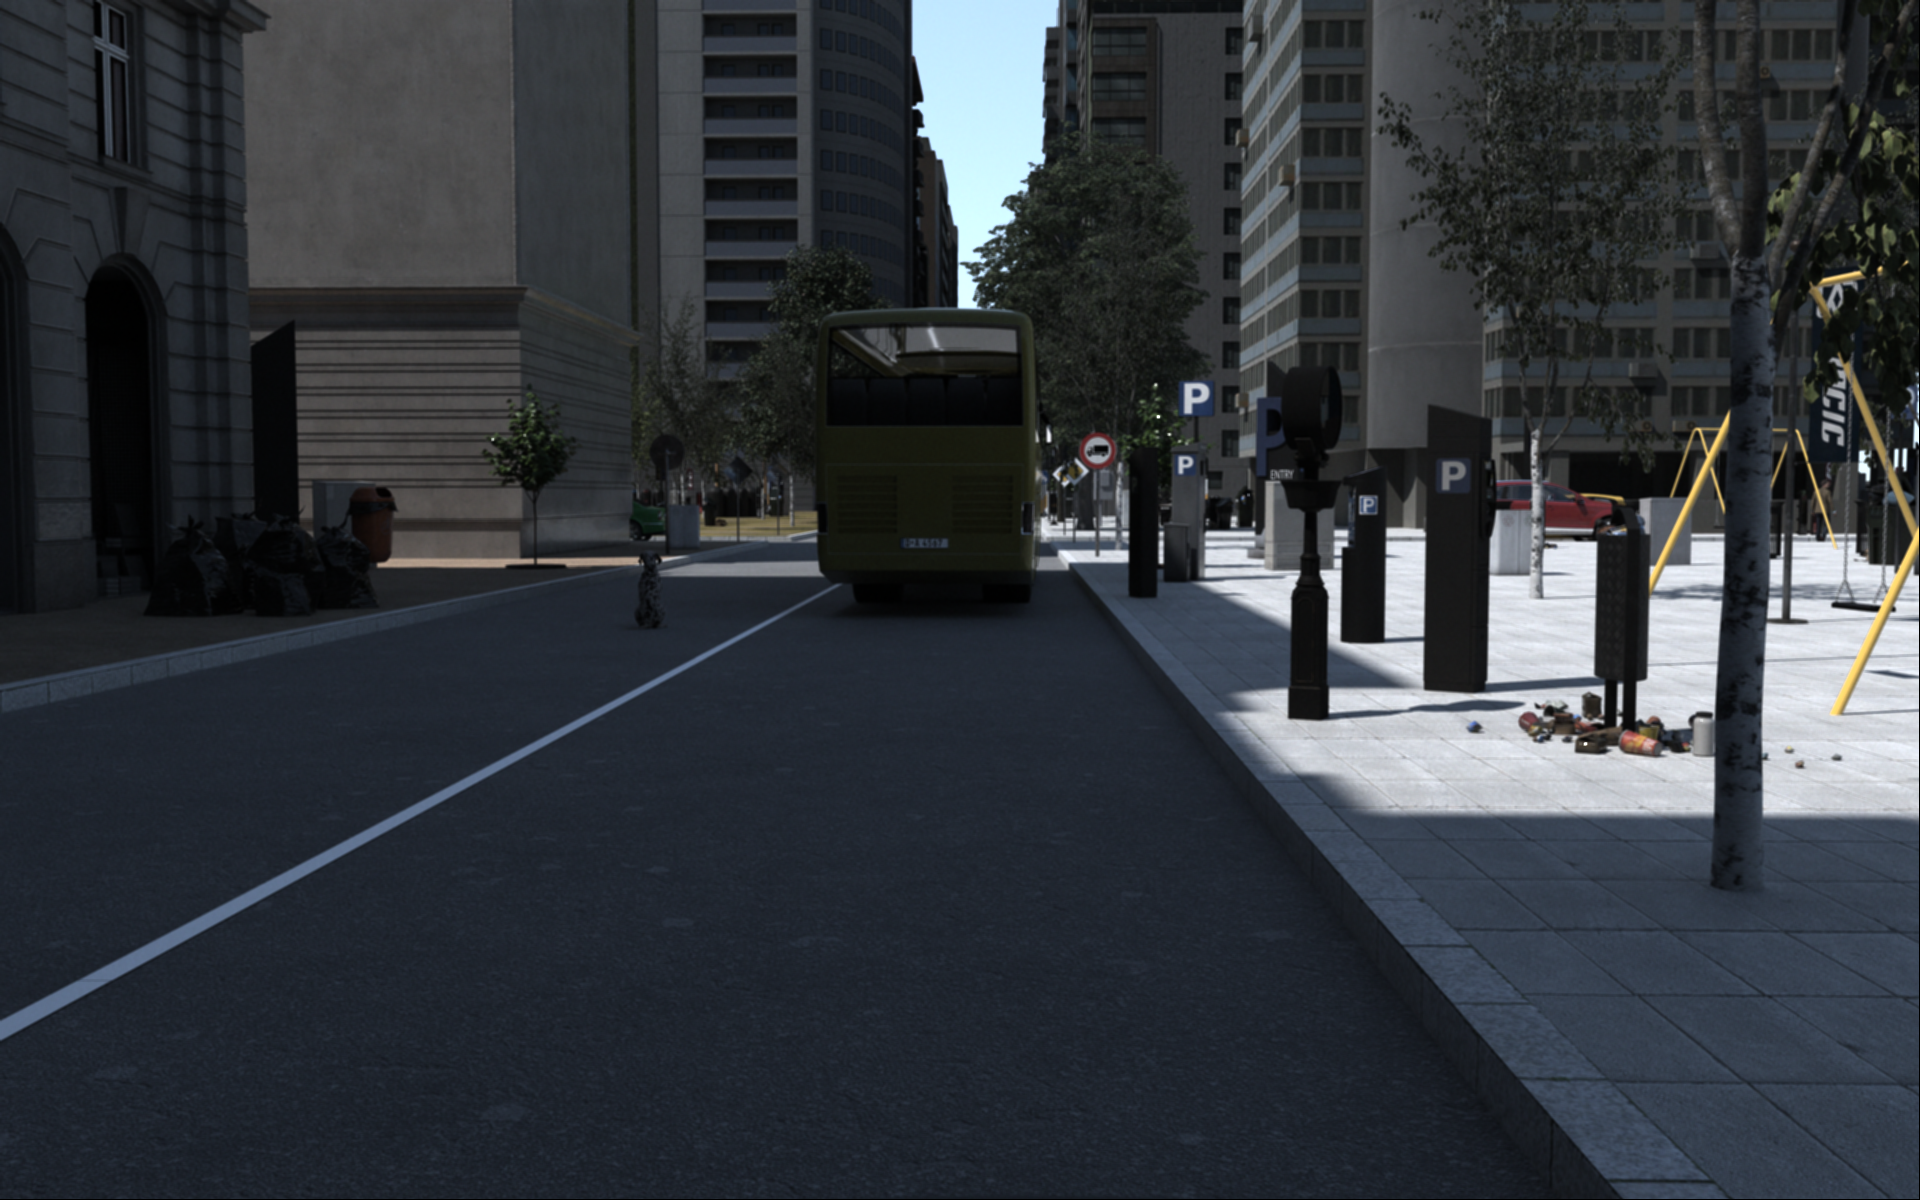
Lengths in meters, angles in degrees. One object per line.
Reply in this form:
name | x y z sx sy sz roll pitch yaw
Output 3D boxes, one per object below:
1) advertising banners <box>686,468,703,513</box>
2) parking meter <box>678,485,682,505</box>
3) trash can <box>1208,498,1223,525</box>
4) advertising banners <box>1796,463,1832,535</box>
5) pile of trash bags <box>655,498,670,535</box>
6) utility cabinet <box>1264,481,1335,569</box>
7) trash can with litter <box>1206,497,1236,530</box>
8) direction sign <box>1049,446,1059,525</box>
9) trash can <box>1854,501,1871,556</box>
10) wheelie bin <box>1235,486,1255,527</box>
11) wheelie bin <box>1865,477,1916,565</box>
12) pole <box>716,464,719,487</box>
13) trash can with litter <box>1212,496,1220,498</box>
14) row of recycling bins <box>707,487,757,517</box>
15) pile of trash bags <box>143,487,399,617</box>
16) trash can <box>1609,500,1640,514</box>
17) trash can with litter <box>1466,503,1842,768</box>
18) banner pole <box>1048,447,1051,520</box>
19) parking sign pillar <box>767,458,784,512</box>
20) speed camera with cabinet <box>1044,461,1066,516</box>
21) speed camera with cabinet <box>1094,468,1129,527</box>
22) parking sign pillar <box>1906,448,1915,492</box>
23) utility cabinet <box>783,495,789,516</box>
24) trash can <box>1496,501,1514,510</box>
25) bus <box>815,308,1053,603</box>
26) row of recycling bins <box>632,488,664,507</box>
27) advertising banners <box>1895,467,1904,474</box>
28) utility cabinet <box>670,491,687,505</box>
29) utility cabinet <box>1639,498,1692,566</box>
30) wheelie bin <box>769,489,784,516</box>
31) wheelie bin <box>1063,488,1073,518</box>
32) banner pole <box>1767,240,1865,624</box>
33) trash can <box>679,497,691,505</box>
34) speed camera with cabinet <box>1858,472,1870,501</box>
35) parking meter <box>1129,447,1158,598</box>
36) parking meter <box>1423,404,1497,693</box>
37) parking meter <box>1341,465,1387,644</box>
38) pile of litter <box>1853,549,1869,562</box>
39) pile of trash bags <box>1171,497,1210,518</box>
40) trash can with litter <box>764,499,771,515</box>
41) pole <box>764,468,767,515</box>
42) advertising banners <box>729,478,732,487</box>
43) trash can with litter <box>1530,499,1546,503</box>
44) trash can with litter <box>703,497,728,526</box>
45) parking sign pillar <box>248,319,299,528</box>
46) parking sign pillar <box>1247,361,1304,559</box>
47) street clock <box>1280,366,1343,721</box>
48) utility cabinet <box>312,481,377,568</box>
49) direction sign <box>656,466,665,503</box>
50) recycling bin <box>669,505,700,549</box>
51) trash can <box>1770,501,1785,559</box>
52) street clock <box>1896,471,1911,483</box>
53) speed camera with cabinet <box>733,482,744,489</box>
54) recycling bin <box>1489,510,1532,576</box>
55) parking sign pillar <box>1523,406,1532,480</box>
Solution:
advertising banners | -17.335 -7.294 115.440 2.074 3.025 0.090 1 4 20
parking meter | -18.194 -6.562 113.007 0.255 1.863 0.399 -2 4 -34
trash can | 9.643 -3.248 64.754 0.748 1.137 0.748 0 3 0
advertising banners | 26.946 -3.567 54.516 2.074 3.025 0.090 -2 4 -35
pile of trash bags | -10.567 -2.753 54.772 3.447 1.369 1.912 1 4 17
utility cabinet | 5.747 -1.259 29.269 1.173 1.500 0.318 -1 4 -20
trash can with litter | 9.360 -3.118 62.363 1.055 1.170 0.624 -2 4 -30
direction sign | 3.899 -4.877 71.729 0.379 3.537 0.876 0 4 0
trash can | 18.865 -1.476 35.782 0.748 1.137 0.748 0 3 0
wheelie bin | 11.060 -3.623 67.152 0.693 1.594 0.980 0 4 -2
wheelie bin | 16.872 -1.435 31.366 0.693 1.594 0.980 -1 4 -15
pole | -16.297 -7.491 116.313 0.158 3.312 0.155 0 3 0
trash can with litter | 10.897 -3.967 75.919 2.233 1.210 1.678 -3 5 -45
row of recycling bins | -12.574 -5.458 96.356 1.069 1.692 3.534 3 4 39
pile of trash bags | -7.458 -0.605 19.642 1.912 1.369 3.447 1 4 13
trash can | 15.314 -1.725 39.852 0.748 1.137 0.748 0 3 0
trash can with litter | 3.574 0.110 9.256 1.678 1.210 2.233 1 4 11
banner pole | 4.399 -5.800 84.843 0.401 3.779 0.863 1 4 8
parking sign pillar | -12.751 -8.046 120.022 1.447 3.967 1.447 -3 4 -38
speed camera with cabinet | 5.801 -6.593 102.124 2.038 3.252 0.660 -3 4 -38
speed camera with cabinet | 6.343 -4.524 68.305 2.038 3.252 0.660 0 4 -6
parking sign pillar | 51.702 -6.413 93.322 1.447 3.967 1.447 2 4 31
utility cabinet | -10.558 -5.570 102.236 0.306 1.237 1.020 3 5 42
trash can | 11.345 -1.534 36.733 0.748 1.137 0.748 0 3 0
bus | -0.076 -2.092 25.743 2.896 3.916 12.252 0 4 3
row of recycling bins | -23.151 -7.214 125.062 3.534 1.692 1.069 -1 4 -21
advertising banners | 59.917 -7.089 112.097 2.074 3.025 0.090 1 4 19
utility cabinet | -19.801 -6.920 121.826 1.173 1.500 0.318 -1 4 -9
utility cabinet | 12.683 -1.223 31.159 1.020 1.237 0.306 -2 4 -25
wheelie bin | -10.522 -5.595 99.383 0.980 1.594 0.693 2 4 35
wheelie bin | 5.501 -5.103 91.344 0.693 1.594 0.980 3 5 44
banner pole | 8.404 -1.650 16.997 0.863 3.779 0.401 3 5 43
trash can | -15.500 -5.260 97.658 0.748 1.137 0.748 0 3 0
speed camera with cabinet | 37.177 -4.696 71.111 0.660 3.252 2.038 0 4 -7
parking meter | 2.280 -0.970 21.564 0.255 1.863 0.399 -1 4 -16
parking meter | 3.251 -0.340 11.262 0.399 1.863 0.255 2 4 33
parking meter | 3.495 -0.402 14.990 0.372 1.533 0.369 0 3 0
pile of litter | 17.912 -1.176 33.190 1.719 0.858 1.176 0 4 -5
pile of trash bags | 12.669 -5.089 92.960 3.447 1.369 1.912 0 4 -7
trash can with litter | -12.035 -5.844 106.934 1.055 1.170 0.624 -2 4 -25
pole | -12.211 -7.009 108.442 0.158 3.312 0.155 0 3 0
advertising banners | -14.974 -7.311 115.729 0.090 3.025 2.074 2 4 24
trash can with litter | 13.366 -1.836 41.075 2.233 1.210 1.678 -3 4 -36
trash can with litter | -9.724 -3.521 68.962 1.055 1.170 0.624 2 4 29
parking sign pillar | -10.927 -2.341 26.743 1.447 3.967 1.447 -1 4 -23
parking sign pillar | 6.483 -2.821 34.595 1.447 3.967 1.447 -2 4 -30
street clock | 1.996 -0.324 9.863 0.358 2.002 0.471 2 4 27
utility cabinet | -10.387 -1.261 29.292 0.318 1.500 1.173 1 4 23
direction sign | -17.025 -6.519 98.586 0.379 3.537 0.876 2 4 29
recycling bin | -6.466 -1.714 40.578 0.722 1.027 0.722 -1 4 -9
trash can | 15.972 -1.390 34.377 0.748 1.137 0.748 0 3 0
street clock | 29.890 -3.081 54.937 0.471 2.002 0.358 -2 4 -33
speed camera with cabinet | -13.110 -6.608 102.375 0.660 3.252 2.038 0 4 -8
recycling bin | 8.772 -0.920 27.592 0.722 1.027 0.722 0 4 -4
parking sign pillar | 17.696 -3.988 53.679 1.447 3.967 1.447 1 4 20
